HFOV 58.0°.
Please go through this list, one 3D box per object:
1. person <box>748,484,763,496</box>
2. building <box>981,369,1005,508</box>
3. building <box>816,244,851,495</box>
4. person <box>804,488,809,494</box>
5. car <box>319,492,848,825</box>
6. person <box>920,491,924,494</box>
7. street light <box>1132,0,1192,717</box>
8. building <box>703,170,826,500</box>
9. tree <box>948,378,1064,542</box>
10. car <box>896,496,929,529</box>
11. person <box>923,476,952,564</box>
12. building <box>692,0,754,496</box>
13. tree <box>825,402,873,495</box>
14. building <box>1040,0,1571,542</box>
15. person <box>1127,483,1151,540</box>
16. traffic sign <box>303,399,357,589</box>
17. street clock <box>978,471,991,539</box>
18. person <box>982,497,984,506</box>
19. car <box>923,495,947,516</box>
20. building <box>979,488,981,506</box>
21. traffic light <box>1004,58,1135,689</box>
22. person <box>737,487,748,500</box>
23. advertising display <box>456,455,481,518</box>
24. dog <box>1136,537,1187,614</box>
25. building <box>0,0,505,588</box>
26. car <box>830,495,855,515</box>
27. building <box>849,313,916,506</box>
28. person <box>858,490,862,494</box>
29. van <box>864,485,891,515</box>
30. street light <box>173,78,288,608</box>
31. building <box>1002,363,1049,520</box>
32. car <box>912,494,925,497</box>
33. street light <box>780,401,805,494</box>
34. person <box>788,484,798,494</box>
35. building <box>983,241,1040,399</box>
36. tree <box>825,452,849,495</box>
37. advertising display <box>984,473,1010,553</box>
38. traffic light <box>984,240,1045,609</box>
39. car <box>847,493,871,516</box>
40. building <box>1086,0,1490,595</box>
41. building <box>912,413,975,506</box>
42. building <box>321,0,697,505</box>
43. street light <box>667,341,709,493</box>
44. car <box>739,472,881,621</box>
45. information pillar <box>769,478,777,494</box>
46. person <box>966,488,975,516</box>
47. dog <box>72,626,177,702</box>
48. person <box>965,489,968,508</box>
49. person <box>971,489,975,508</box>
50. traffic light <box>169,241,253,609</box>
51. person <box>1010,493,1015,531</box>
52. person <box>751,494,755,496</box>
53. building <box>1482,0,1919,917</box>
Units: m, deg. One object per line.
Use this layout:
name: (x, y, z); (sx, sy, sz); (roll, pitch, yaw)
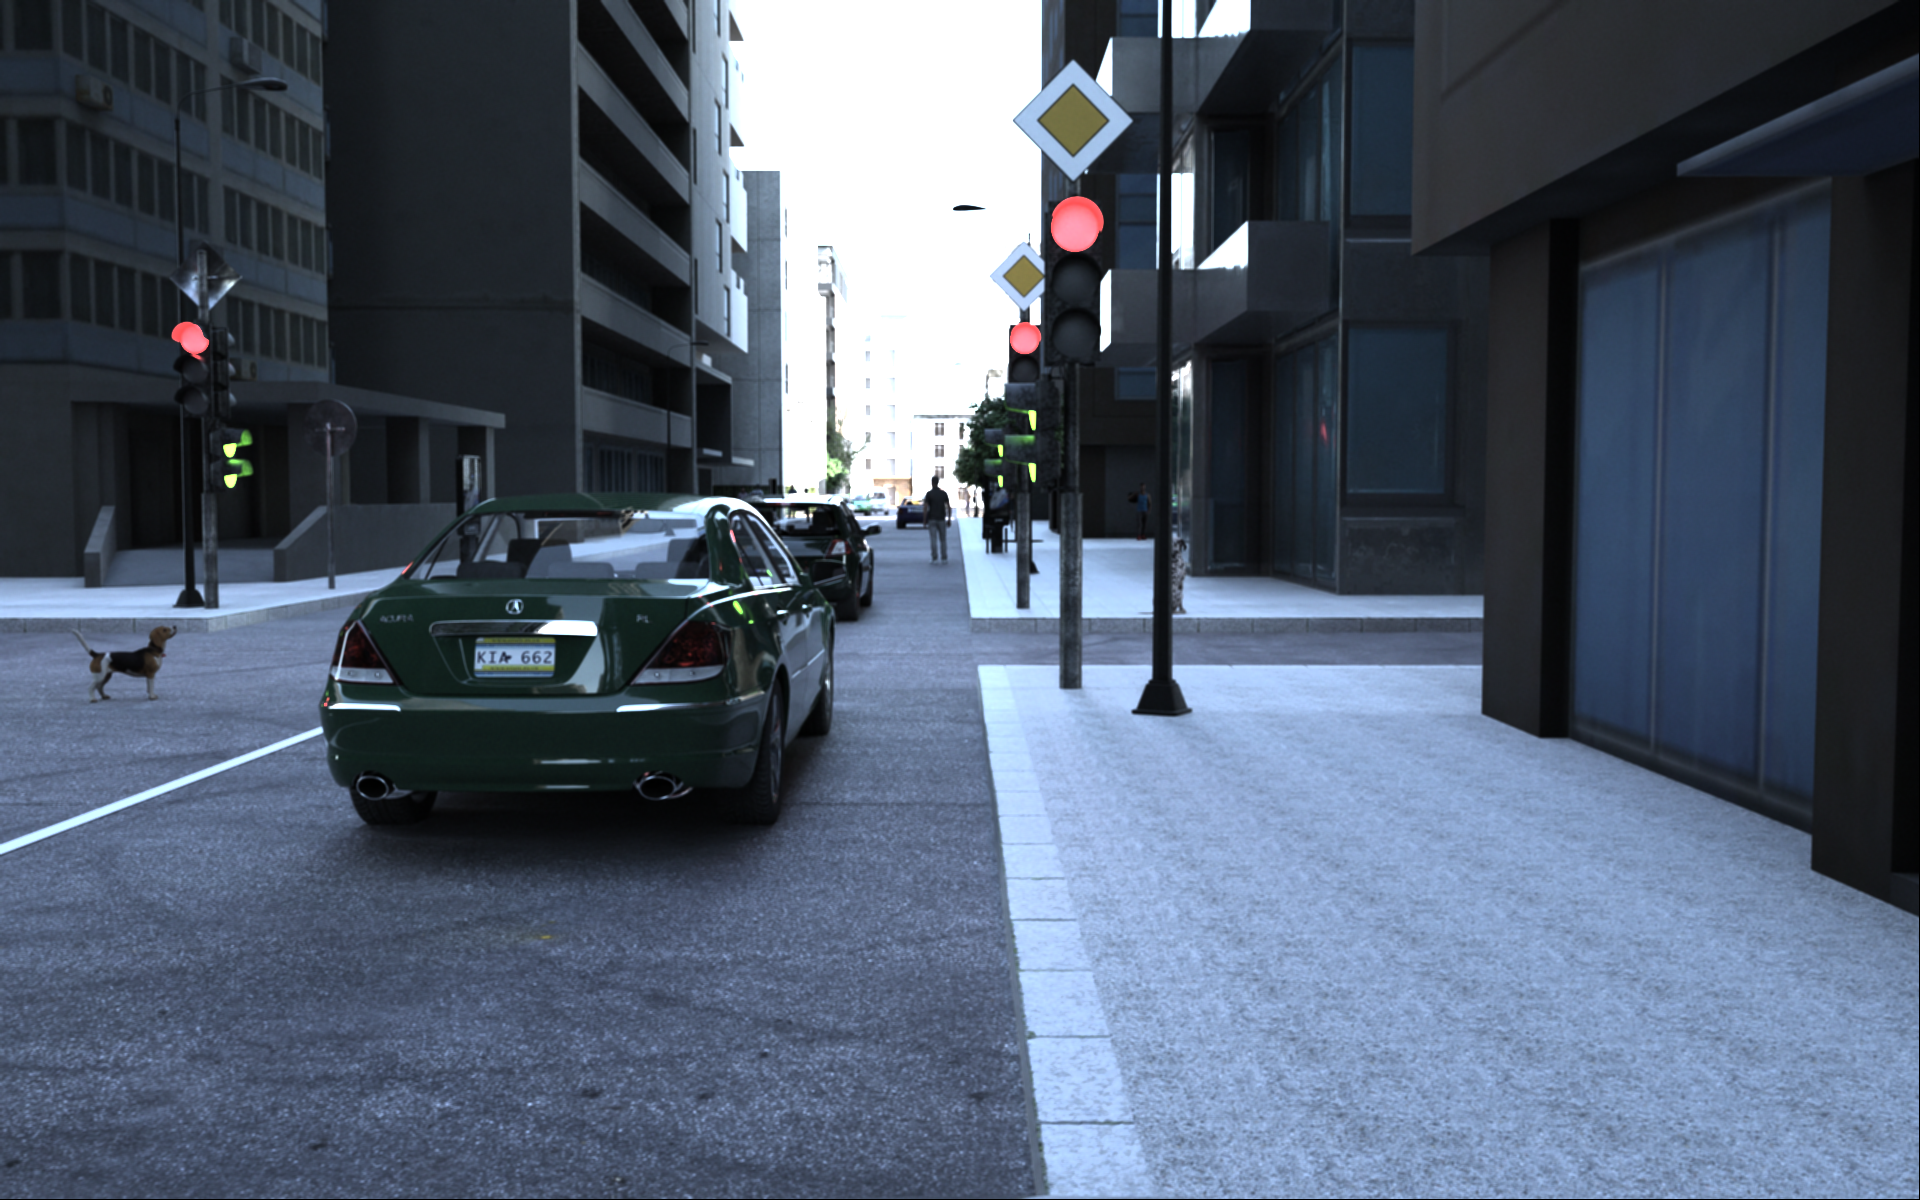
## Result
person: (-8.931, -4.265, 76.498); (0.841, 1.734, 0.376); (3, 4, 38)
building: (6.380, -10.631, 115.963); (9.099, 9.664, 28.070); (0, 4, 0)
building: (-26.702, -19.073, 155.811); (32.646, 21.610, 27.936); (0, 4, 0)
person: (-7.489, -4.634, 84.989); (0.376, 1.734, 0.841); (0, 3, 0)
car: (-1.685, 0.175, 8.932); (2.131, 1.459, 4.920); (0, 4, 0)
person: (-3.659, -9.829, 170.004); (0.445, 1.727, 0.742); (1, 4, 12)
street light: (0.645, -2.290, 9.990); (1.470, 5.913, 1.316); (0, 4, 0)
building: (-18.154, -14.919, 110.388); (16.747, 18.905, 31.486); (0, 4, 0)
tree: (1.597, -3.848, 46.631); (4.285, 4.588, 4.351); (0, 3, 0)
car: (-1.738, -3.691, 72.927); (1.945, 1.354, 3.894); (0, 4, 1)
person: (-0.472, -1.663, 35.814); (0.598, 1.807, 0.434); (0, 4, -6)
building: (-24.499, -29.951, 78.943); (28.713, 52.752, 27.495); (0, 4, 0)
tree: (-9.367, -11.462, 137.774); (4.737, 8.622, 4.395); (0, 3, 0)
building: (9.834, -24.790, 55.423); (14.600, 45.320, 14.200); (0, 4, 0)
person: (5.023, -2.476, 48.399); (0.647, 1.594, 0.662); (-1, 4, -10)
traffic sign: (-8.492, -1.421, 23.334); (0.768, 2.556, 0.104); (0, 4, 7)
street clock: (0.761, -2.751, 49.550); (0.471, 2.002, 0.358); (-3, 5, -42)
person: (1.230, -4.232, 75.967); (0.841, 1.734, 0.376); (-2, 4, -35)
car: (-1.719, -6.237, 111.766); (2.009, 1.686, 4.222); (0, 4, 1)
building: (6.490, -13.039, 155.340); (9.099, 9.664, 28.070); (0, 4, 0)
traffic light: (0.713, -1.372, 11.348); (0.839, 4.253, 0.868); (0, 4, 0)
person: (-9.345, -4.078, 74.680); (0.963, 1.587, 0.435); (-3, 4, -39)
advertising display: (-8.302, -1.472, 29.283); (0.123, 1.923, 0.974); (0, 4, 1)
dog: (2.160, -0.262, 18.662); (0.800, 0.831, 0.513); (-2, 4, -26)
building: (-25.919, -20.730, 30.823); (32.217, 40.220, 23.993); (0, 4, 0)
car: (-6.240, -4.570, 86.720); (2.014, 1.417, 4.499); (0, 4, -1)
building: (-10.648, -20.233, 187.235); (11.380, 20.091, 16.016); (0, 4, 0)
person: (-7.543, -7.318, 128.680); (0.750, 1.759, 0.617); (-3, 4, -36)
van: (-5.703, -6.805, 118.277); (2.013, 2.044, 4.112); (0, 4, -1)
street light: (-8.212, -2.873, 19.515); (1.470, 5.913, 1.316); (0, 4, 0)
building: (13.508, -46.762, 77.229); (22.319, 86.520, 31.000); (0, 4, 0)
car: (-2.770, -6.886, 122.802); (2.015, 1.641, 3.980); (0, 4, 2)
street light: (-8.432, -6.975, 86.583); (1.470, 5.913, 1.316); (0, 4, 0)
person: (-8.920, -5.240, 91.852); (0.598, 1.807, 0.434); (2, 4, 24)
building: (9.876, -17.059, 135.342); (16.016, 20.091, 11.380); (0, 4, 0)
tree: (-10.183, -9.133, 133.046); (4.285, 4.588, 4.351); (0, 3, 0)
advertising display: (0.807, -1.990, 37.749); (0.123, 1.923, 0.974); (2, 4, 30)
traffic light: (0.691, -1.860, 19.333); (0.839, 4.253, 0.868); (0, 4, 0)
car: (-6.784, -6.423, 113.804); (1.959, 1.807, 4.718); (0, 4, 0)
building: (17.504, -25.100, 29.993); (30.456, 49.044, 23.786); (0, 4, 0)
building: (9.086, -14.804, 184.194); (28.070, 9.664, 9.099); (0, 4, 0)
building: (-20.633, -26.318, 53.997); (21.300, 48.544, 21.600); (0, 4, 0)
street light: (-8.336, -4.910, 52.813); (1.470, 5.913, 1.316); (0, 4, 0)
car: (-1.984, -0.683, 20.951); (2.009, 1.686, 4.222); (0, 4, 0)
information pillar: (-8.789, -4.708, 81.460); (0.304, 2.012, 0.304); (-2, 4, -24)
person: (0.696, -5.766, 100.841); (0.750, 1.759, 0.617); (0, 4, 4)
dog: (-5.805, 0.442, 12.060); (0.406, 0.507, 0.540); (2, 4, 32)
person: (0.620, -9.088, 155.294); (0.621, 1.740, 0.551); (-2, 4, -26)
person: (1.226, -9.201, 157.269); (1.217, 1.735, 0.721); (3, 5, 43)
traffic light: (-8.370, -1.858, 19.292); (0.839, 4.253, 0.868); (0, 4, 0)
person: (1.879, -3.053, 59.863); (0.435, 1.345, 0.340); (-2, 4, -26)
person: (-5.304, -1.938, 43.421); (0.421, 1.427, 0.697); (2, 4, 26)
building: (9.613, -21.526, 2.056); (14.600, 45.320, 14.200); (0, 4, 0)
